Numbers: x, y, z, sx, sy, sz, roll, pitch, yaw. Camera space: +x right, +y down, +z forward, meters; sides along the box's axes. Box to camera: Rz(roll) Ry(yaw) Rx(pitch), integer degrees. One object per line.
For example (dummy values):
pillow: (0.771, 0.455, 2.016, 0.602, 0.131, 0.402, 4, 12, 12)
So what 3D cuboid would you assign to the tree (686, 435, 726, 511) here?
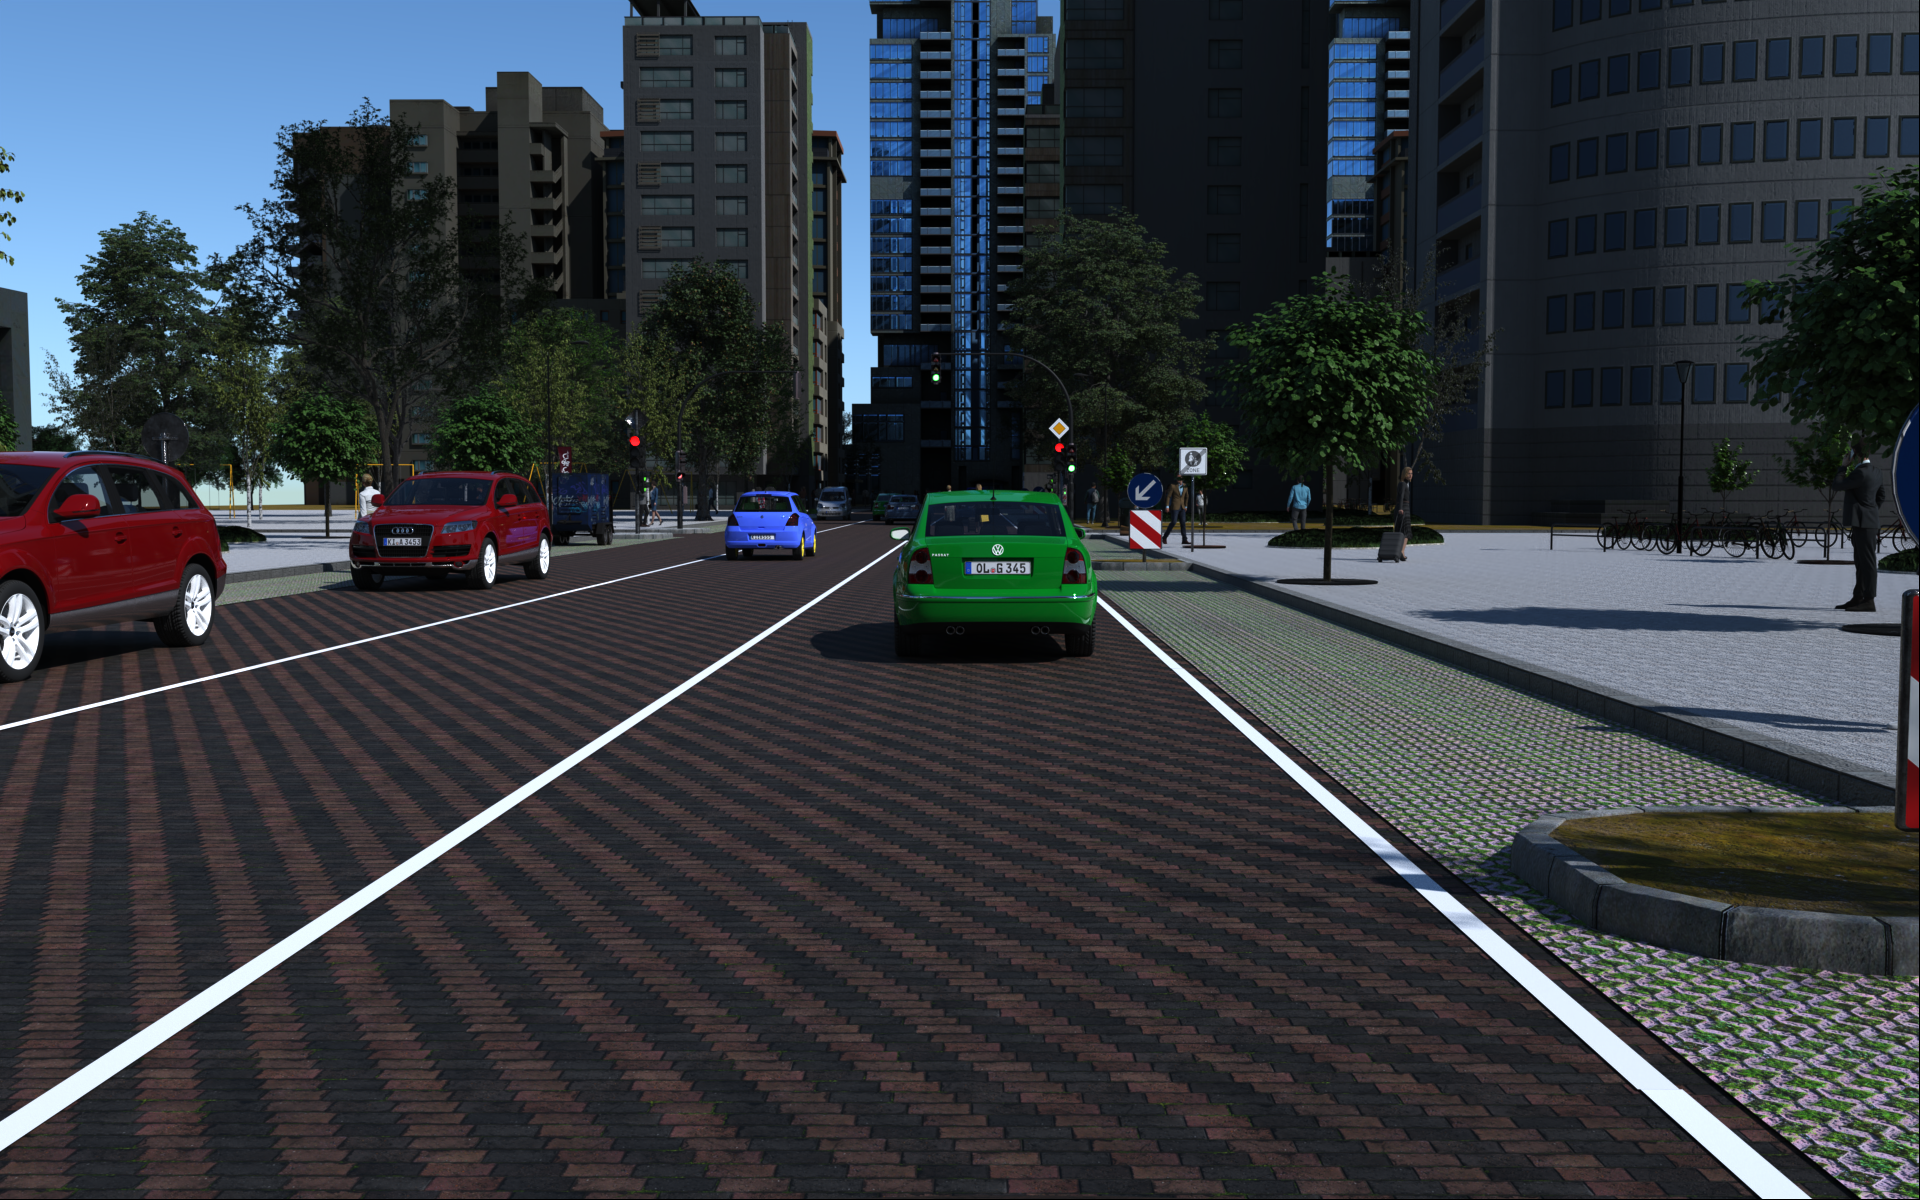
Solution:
tree: (-18.734, -11.105, 131.925, 4.360, 8.622, 3.978, 0, 3, 0)

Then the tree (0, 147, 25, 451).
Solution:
tree: (-13.544, -4.345, 21.395, 4.737, 8.622, 4.395, 0, 3, 0)

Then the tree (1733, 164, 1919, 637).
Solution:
tree: (9.006, -1.965, 15.848, 4.285, 4.588, 4.351, 0, 3, 0)

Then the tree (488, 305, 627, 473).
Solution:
tree: (-21.829, -10.306, 94.265, 9.928, 11.665, 9.643, 0, 3, 0)

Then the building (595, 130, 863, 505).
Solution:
building: (-26.530, -33.516, 202.614, 28.867, 44.769, 22.147, 0, 4, 1)

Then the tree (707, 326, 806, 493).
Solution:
tree: (-12.448, -10.627, 99.501, 9.928, 11.665, 9.643, 0, 3, 0)

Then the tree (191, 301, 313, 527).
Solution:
tree: (-27.196, -7.113, 66.664, 4.737, 8.622, 4.395, 0, 3, 0)

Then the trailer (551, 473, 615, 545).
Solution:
trailer: (-10.525, -2.477, 47.541, 1.471, 1.999, 3.904, 0, 4, 1)

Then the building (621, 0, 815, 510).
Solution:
building: (-19.981, -28.269, 145.798, 14.154, 41.232, 14.086, 0, 4, 1)

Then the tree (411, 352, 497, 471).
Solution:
tree: (-24.668, -8.272, 85.613, 4.360, 8.622, 3.978, 0, 3, 0)

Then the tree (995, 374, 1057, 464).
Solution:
tree: (6.266, -10.800, 110.999, 8.767, 10.594, 7.601, 1, 4, 9)

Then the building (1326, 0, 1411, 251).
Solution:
building: (60.479, -56.257, 232.475, 31.000, 86.520, 22.319, 0, 4, 1)

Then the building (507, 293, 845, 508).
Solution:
building: (-26.140, -19.748, 167.917, 27.650, 21.520, 28.899, 0, 4, 1)

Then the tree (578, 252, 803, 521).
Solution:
tree: (-12.276, -10.111, 82.318, 9.611, 12.733, 9.660, 0, 3, 0)

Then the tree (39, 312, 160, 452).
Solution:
tree: (-34.206, -7.260, 69.061, 4.360, 8.622, 3.978, 0, 3, 0)

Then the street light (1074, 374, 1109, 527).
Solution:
street light: (5.074, -5.769, 66.857, 1.470, 5.913, 1.316, 0, 4, 1)

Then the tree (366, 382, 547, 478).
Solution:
tree: (-13.652, -4.023, 49.491, 4.285, 4.588, 4.351, 0, 3, 0)

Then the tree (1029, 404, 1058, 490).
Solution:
tree: (6.916, -10.423, 120.784, 4.360, 8.622, 3.978, 0, 3, 0)

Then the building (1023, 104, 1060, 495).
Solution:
building: (11.764, -22.020, 131.727, 14.160, 30.474, 14.107, 0, 4, 1)

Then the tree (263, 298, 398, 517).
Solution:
tree: (-35.715, -11.027, 98.423, 7.486, 12.596, 7.792, 0, 3, 0)

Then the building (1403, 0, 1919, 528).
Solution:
building: (35.468, -32.511, 73.561, 28.212, 58.520, 21.231, 0, 4, 1)

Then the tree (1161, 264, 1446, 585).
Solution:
tree: (5.219, -2.518, 24.878, 4.285, 4.588, 4.351, 0, 3, 0)

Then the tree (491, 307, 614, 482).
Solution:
tree: (-24.646, -11.423, 104.892, 7.486, 12.596, 7.792, 0, 3, 0)

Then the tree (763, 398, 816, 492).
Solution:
tree: (-12.466, -10.734, 125.866, 4.737, 8.622, 4.395, 0, 3, 0)

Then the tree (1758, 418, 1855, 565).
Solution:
tree: (16.110, -2.281, 31.898, 1.663, 3.219, 1.824, 0, 3, 0)

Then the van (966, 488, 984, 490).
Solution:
van: (1.456, -9.898, 166.213, 2.240, 2.365, 5.245, 0, 4, -1)

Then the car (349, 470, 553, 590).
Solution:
car: (-8.025, -1.163, 27.687, 2.281, 1.827, 5.304, 0, 4, 1)

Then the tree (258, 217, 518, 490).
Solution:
tree: (-24.443, -10.057, 74.810, 12.009, 13.543, 11.850, 0, 3, 0)

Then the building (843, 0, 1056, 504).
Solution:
building: (-0.084, -56.276, 232.779, 31.000, 86.520, 22.319, 0, 4, 1)

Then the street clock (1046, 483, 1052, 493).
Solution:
street clock: (5.954, -6.777, 115.378, 0.471, 2.002, 0.358, -1, 4, -14)

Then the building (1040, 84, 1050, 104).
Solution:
building: (15.084, -30.125, 176.138, 14.154, 41.232, 14.086, 0, 4, 1)

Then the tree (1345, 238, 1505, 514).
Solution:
tree: (13.224, -6.108, 50.224, 4.360, 8.622, 3.978, 0, 3, 0)

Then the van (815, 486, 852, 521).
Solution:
van: (-6.870, -5.352, 94.516, 2.013, 2.044, 4.112, 0, 4, 1)

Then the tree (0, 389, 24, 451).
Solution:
tree: (-25.800, -3.714, 44.430, 4.285, 4.588, 4.351, 0, 3, 0)

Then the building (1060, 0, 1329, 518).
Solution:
building: (12.589, -25.345, 97.993, 14.154, 41.232, 14.086, 0, 4, 1)

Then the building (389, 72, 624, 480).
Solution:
building: (-52.717, -35.475, 203.722, 21.600, 48.544, 21.300, 0, 4, 1)

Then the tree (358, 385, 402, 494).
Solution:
tree: (-35.997, -9.556, 106.600, 4.737, 8.622, 4.395, 0, 3, 0)

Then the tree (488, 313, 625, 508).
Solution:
tree: (-16.194, -7.175, 67.673, 4.737, 8.622, 4.395, 0, 3, 0)

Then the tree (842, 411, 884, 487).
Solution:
tree: (-12.272, -15.461, 187.195, 8.767, 10.594, 7.601, 0, 4, 0)

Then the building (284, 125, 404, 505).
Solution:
building: (-70.586, -34.057, 206.949, 14.200, 45.320, 14.600, 0, 4, 1)

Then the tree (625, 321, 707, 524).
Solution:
tree: (-13.245, -7.596, 74.552, 4.737, 8.622, 4.395, 0, 3, 0)

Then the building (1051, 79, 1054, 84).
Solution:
building: (20.068, -35.380, 198.078, 23.786, 49.044, 30.456, 0, 4, 1)

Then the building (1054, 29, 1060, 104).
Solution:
building: (15.943, -31.288, 161.668, 14.600, 45.320, 14.200, 0, 4, 1)

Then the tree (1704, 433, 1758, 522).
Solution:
tree: (23.736, -3.629, 53.942, 1.663, 3.219, 1.824, 0, 3, 0)

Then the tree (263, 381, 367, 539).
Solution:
tree: (-18.345, -4.068, 50.230, 4.285, 4.588, 4.351, 0, 3, 0)

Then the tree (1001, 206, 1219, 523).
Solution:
tree: (6.471, -10.408, 76.825, 9.857, 13.997, 8.962, 0, 3, 0)

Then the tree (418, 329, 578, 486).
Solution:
tree: (-31.841, -12.233, 117.023, 9.611, 12.733, 9.660, 0, 3, 0)

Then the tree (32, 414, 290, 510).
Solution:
tree: (-60.210, -10.193, 129.561, 11.467, 7.101, 20.602, 1, 4, 16)

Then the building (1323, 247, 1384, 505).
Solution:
building: (41.839, -26.604, 206.679, 14.107, 30.474, 14.160, 0, 4, 1)

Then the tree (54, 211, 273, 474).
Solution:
tree: (-35.605, -10.487, 78.115, 9.857, 13.997, 8.962, 0, 3, 0)

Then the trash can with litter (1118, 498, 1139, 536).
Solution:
trash can with litter: (5.213, -2.583, 53.618, 0.624, 1.170, 1.055, 0, 4, 7)

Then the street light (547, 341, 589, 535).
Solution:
street light: (-11.932, -4.896, 52.584, 1.470, 5.913, 1.316, 0, 4, 1)

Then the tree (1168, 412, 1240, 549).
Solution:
tree: (5.683, -2.843, 41.077, 1.663, 3.219, 1.824, 0, 3, 0)

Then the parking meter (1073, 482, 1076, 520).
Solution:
parking meter: (5.583, -4.920, 86.151, 0.255, 1.863, 0.399, 1, 4, 21)

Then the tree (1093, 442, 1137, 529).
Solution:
tree: (5.806, -4.293, 64.790, 1.663, 3.219, 1.824, 0, 3, 0)

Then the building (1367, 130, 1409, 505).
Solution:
building: (63.358, -33.500, 202.356, 28.867, 44.769, 22.147, 0, 4, 1)

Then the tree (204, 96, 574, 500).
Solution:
tree: (-13.234, -6.470, 40.203, 8.767, 10.594, 7.601, -1, 4, -13)

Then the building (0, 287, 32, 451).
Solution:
building: (-45.441, -44.622, 42.239, 31.000, 86.520, 22.319, 0, 4, 1)
